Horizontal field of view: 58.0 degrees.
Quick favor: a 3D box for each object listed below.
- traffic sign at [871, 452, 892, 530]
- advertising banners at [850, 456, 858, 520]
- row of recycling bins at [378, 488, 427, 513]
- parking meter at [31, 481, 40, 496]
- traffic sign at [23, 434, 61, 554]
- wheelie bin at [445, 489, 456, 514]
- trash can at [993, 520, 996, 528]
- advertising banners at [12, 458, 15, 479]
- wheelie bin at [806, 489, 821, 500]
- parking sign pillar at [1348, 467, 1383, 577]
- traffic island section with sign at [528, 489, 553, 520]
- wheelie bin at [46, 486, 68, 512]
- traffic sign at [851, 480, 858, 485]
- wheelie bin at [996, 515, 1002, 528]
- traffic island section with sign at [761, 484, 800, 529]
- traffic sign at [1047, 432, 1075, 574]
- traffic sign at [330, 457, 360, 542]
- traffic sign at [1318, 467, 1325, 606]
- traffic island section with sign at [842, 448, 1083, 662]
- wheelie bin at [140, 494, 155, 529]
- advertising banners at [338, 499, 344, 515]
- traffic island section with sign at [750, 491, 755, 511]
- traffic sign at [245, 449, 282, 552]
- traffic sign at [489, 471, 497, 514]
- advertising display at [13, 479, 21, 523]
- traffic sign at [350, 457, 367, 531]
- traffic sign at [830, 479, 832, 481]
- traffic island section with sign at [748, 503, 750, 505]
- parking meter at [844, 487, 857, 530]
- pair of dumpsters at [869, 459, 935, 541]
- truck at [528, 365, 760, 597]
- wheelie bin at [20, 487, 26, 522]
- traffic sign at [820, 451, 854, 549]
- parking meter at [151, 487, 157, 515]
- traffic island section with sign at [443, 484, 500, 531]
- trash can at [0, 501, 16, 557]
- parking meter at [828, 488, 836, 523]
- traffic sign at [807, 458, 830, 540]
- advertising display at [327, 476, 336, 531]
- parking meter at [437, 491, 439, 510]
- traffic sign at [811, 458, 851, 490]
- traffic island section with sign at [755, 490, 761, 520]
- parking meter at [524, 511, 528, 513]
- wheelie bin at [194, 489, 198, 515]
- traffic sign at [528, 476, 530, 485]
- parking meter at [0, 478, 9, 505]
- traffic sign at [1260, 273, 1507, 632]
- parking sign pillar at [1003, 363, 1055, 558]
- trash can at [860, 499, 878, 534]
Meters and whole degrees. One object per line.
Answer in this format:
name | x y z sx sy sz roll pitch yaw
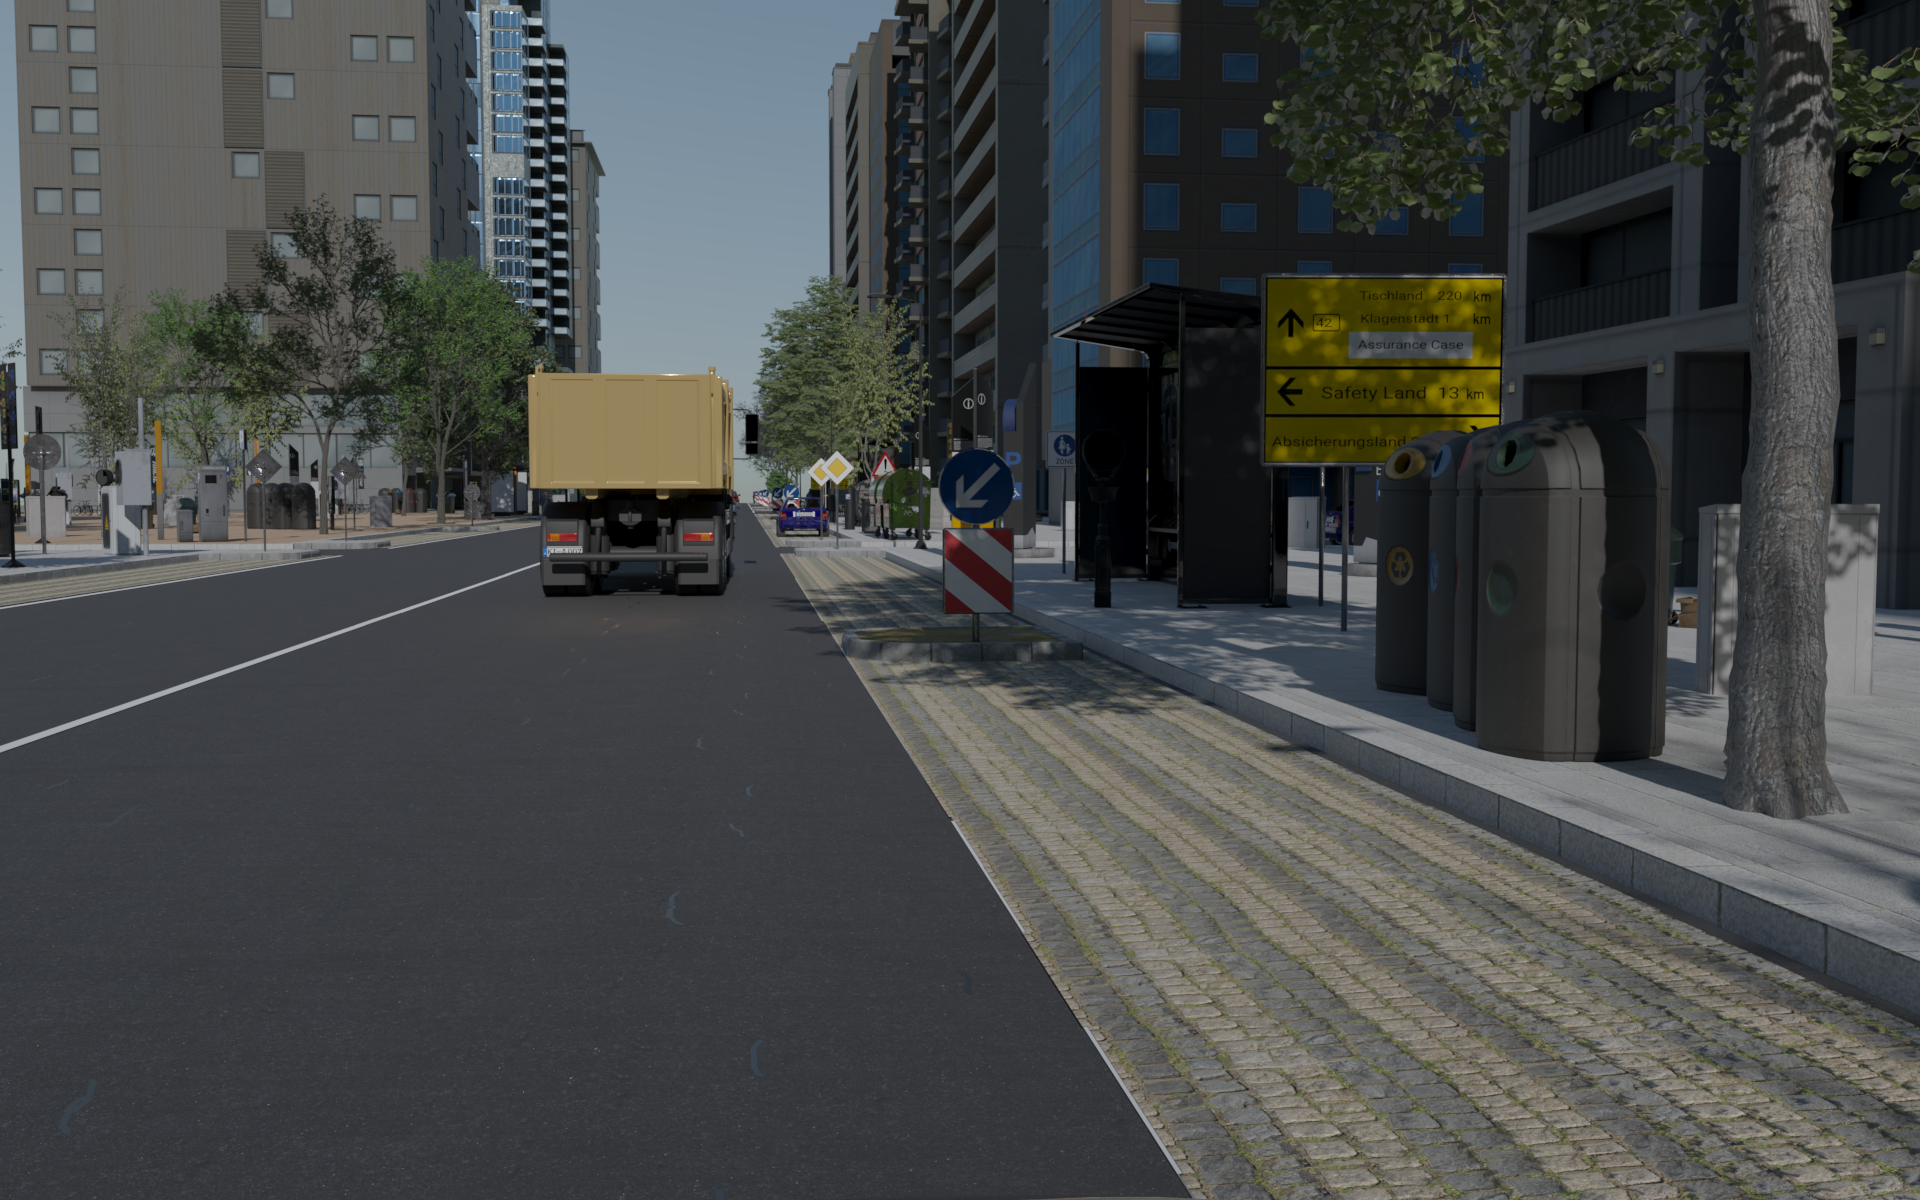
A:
traffic sign | -2.281 -3.250 53.140 0.884 2.594 0.081 0 4 1
advertising banners | -4.651 -5.129 80.053 0.090 3.025 2.074 -2 4 -26
row of recycling bins | -37.684 -6.724 117.044 1.069 1.692 3.534 3 5 39
parking meter | -40.846 -4.333 76.548 0.399 1.863 0.255 2 4 28
traffic sign | -19.475 -2.242 36.770 0.768 2.556 0.104 0 4 -7
wheelie bin | -33.579 -6.474 113.762 0.980 1.594 0.693 1 4 11
trash can | 0.541 -1.768 40.554 0.748 1.137 0.748 0 3 0
advertising banners | -46.374 -5.381 84.167 0.090 3.025 2.074 0 4 -4
wheelie bin | -8.502 -5.657 100.407 0.980 1.594 0.693 -2 4 -34
parking sign pillar | 6.808 -2.366 27.162 1.447 3.967 1.447 -2 4 -32
traffic island section with sign | -22.664 -5.294 95.189 1.989 1.847 2.006 0 4 -7
wheelie bin | -36.380 -3.786 69.804 0.693 1.594 0.980 0 4 -2
traffic sign | -6.274 -6.057 99.041 0.884 2.594 0.081 0 4 -2
wheelie bin | 0.999 -2.929 55.796 0.980 1.594 0.693 0 4 -3
traffic island section with sign | -7.008 -3.797 70.709 1.989 1.847 2.006 0 4 -7
traffic sign | 1.674 -1.571 27.812 0.606 2.300 0.079 0 4 -5
traffic sign | -16.491 -2.620 46.478 0.795 2.450 0.064 0 4 -7
traffic sign | 4.127 -1.078 19.749 0.606 2.300 0.079 0 4 -4
traffic island section with sign | -0.053 -0.430 15.654 1.989 1.847 2.006 0 4 -7
wheelie bin | -29.978 -3.399 63.483 0.693 1.594 0.980 0 4 -2
advertising banners | -37.364 -6.625 104.505 0.090 3.025 2.074 0 4 -4
traffic island section with sign | -16.681 -8.485 147.358 1.989 1.847 2.006 0 4 -7
traffic sign | -15.492 -2.135 38.556 0.795 2.450 0.064 0 4 -7
traffic sign | -25.910 -5.838 95.563 0.768 2.556 0.104 0 4 -6
advertising display | -41.862 -4.357 76.450 0.974 1.923 0.123 2 4 24
traffic sign | -21.071 -3.682 60.208 0.884 2.594 0.081 0 4 1
traffic sign | -5.326 -4.563 74.708 0.768 2.556 0.104 0 4 -7
traffic island section with sign | -20.057 -10.121 174.102 1.989 1.847 2.006 0 4 -7
parking meter | -3.956 -3.287 62.155 0.372 1.533 0.369 0 3 0
pair of dumpsters | -1.668 -2.892 49.779 1.574 2.255 4.437 0 4 -7
truck | -4.984 -1.956 27.899 3.469 3.379 9.791 0 4 -6
wheelie bin | -42.164 -4.328 78.665 0.980 1.594 0.693 -1 4 -20
traffic sign | -2.845 -2.231 40.125 0.795 2.450 0.064 0 4 -7
parking meter | -49.357 -6.141 106.111 0.399 1.863 0.255 1 4 22
traffic island section with sign | -19.287 -3.659 68.445 1.989 1.847 2.006 0 4 -7
trash can | -19.578 -1.438 35.166 0.748 1.137 0.748 0 3 0
parking meter | -5.694 -4.213 77.288 0.372 1.533 0.369 0 3 0
traffic sign | -3.844 -2.716 48.048 0.795 2.450 0.064 0 4 -7
advertising display | -22.219 -3.427 61.241 0.123 1.923 0.974 -2 4 -27
parking meter | -34.725 -6.555 115.589 0.372 1.533 0.369 0 3 0
traffic sign | -7.360 -6.402 98.550 2.265 3.308 0.079 0 4 -5
traffic island section with sign | -10.377 -5.433 97.454 1.989 1.847 2.006 0 4 -7
parking meter | -28.875 -6.515 114.925 0.372 1.533 0.369 0 3 0
wheelie bin | -45.862 -5.920 104.699 0.693 1.594 0.980 2 4 28
traffic sign | -28.004 -6.939 113.565 0.768 2.556 0.104 0 4 2
parking meter | -35.398 -3.579 64.232 0.255 1.863 0.399 -2 4 -35
traffic sign | 3.908 -1.358 16.069 2.265 3.308 0.079 0 4 -1
parking sign pillar | 1.217 -2.857 35.184 1.447 3.967 1.447 1 4 14
trash can | -2.873 -2.702 55.825 0.748 1.137 0.748 0 3 0
